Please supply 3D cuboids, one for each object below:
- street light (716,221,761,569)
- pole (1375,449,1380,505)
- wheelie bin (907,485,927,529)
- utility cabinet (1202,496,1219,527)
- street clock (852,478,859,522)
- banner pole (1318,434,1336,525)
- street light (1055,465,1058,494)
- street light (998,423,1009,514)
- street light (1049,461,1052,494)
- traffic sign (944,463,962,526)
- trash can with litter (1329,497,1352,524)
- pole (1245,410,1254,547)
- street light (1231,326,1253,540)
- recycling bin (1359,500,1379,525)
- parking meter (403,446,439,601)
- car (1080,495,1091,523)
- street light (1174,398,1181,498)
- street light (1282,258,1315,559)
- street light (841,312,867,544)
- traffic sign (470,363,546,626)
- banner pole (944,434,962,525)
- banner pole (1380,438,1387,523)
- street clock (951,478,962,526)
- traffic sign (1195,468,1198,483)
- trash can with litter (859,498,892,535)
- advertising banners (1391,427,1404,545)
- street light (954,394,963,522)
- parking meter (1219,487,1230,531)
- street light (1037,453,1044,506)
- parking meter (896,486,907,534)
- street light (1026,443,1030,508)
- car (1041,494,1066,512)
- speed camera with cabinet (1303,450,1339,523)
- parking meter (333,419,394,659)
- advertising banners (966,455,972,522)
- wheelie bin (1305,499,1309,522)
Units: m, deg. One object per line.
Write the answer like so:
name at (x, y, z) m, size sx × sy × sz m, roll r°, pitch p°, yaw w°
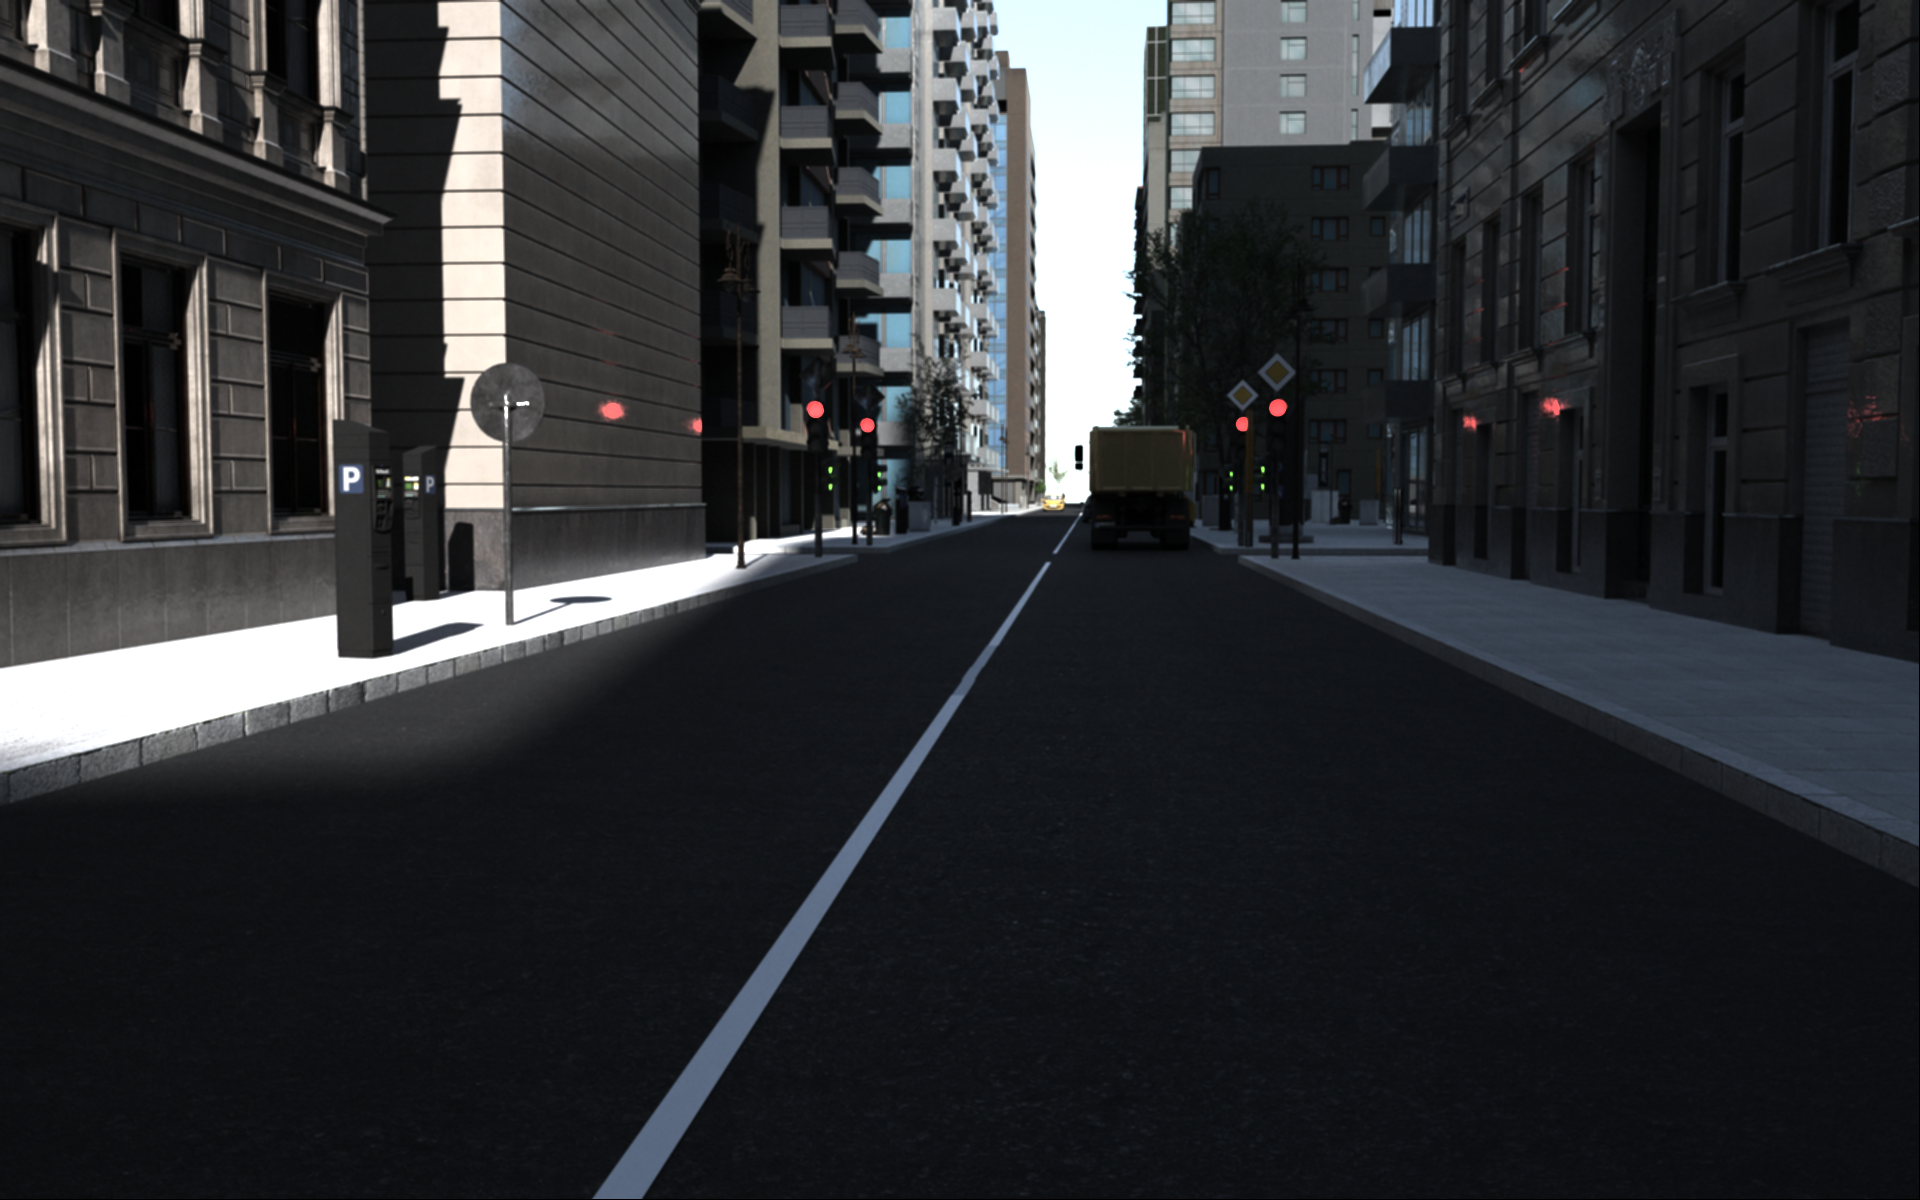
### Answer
street light at (-3.771, -3.479, 29.667) m, size 0.468 × 5.910 × 1.993 m, roll 0°, pitch 4°, yaw 4°
pole at (18.929, -5.179, 78.520) m, size 0.158 × 3.312 × 0.155 m, roll 0°, pitch 3°, yaw 0°
wheelie bin at (-1.642, -3.423, 63.877) m, size 0.693 × 1.594 × 0.980 m, roll 2°, pitch 4°, yaw 28°
utility cabinet at (10.121, -3.521, 68.732) m, size 1.020 × 1.237 × 0.306 m, roll -1°, pitch 4°, yaw -22°
street clock at (-4.820, -4.614, 80.004) m, size 0.358 × 2.002 × 0.471 m, roll 0°, pitch 4°, yaw 4°
banner pole at (15.301, -5.030, 72.264) m, size 0.863 × 3.779 × 0.401 m, roll -1°, pitch 4°, yaw -21°
street light at (15.234, -18.367, 273.088) m, size 0.468 × 5.910 × 1.993 m, roll 0°, pitch 4°, yaw 4°
street light at (2.768, -8.586, 113.170) m, size 0.468 × 5.910 × 1.993 m, roll 0°, pitch 4°, yaw 4°
street light at (12.438, -16.251, 238.485) m, size 0.468 × 5.910 × 1.993 m, roll 0°, pitch 4°, yaw 4°
traffic sign at (-0.294, -4.271, 69.929) m, size 0.768 × 2.556 × 0.104 m, roll 1°, pitch 4°, yaw 10°
trash can with litter at (16.137, -3.803, 73.571) m, size 0.624 × 1.170 × 1.055 m, roll -3°, pitch 4°, yaw -38°
pole at (7.003, -2.939, 41.902) m, size 0.158 × 3.312 × 0.155 m, roll 0°, pitch 3°, yaw 0°
street light at (7.772, -4.591, 47.852) m, size 0.468 × 5.910 × 1.993 m, roll 0°, pitch 4°, yaw 4°
recycling bin at (16.819, -3.585, 71.175) m, size 0.722 × 1.027 × 0.722 m, roll 1°, pitch 4°, yaw 19°
parking meter at (-6.493, -0.926, 20.858) m, size 0.255 × 1.863 × 0.399 m, roll 1°, pitch 4°, yaw 17°
car at (7.105, -4.639, 87.854) m, size 2.014 × 1.417 × 4.499 m, roll 0°, pitch 4°, yaw 3°
street light at (10.427, -6.705, 82.422) m, size 0.468 × 5.910 × 1.993 m, roll 0°, pitch 4°, yaw 4°
street light at (6.639, -3.750, 34.096) m, size 0.468 × 5.910 × 1.993 m, roll 0°, pitch 4°, yaw 4°
street light at (-2.688, -4.358, 44.042) m, size 0.468 × 5.910 × 1.993 m, roll 0°, pitch 4°, yaw 4°
traffic sign at (-4.400, -1.024, 16.845) m, size 0.768 × 2.556 × 0.104 m, roll 1°, pitch 4°, yaw 9°
banner pole at (-0.328, -5.047, 72.528) m, size 0.863 × 3.779 × 0.401 m, roll 2°, pitch 4°, yaw 29°
banner pole at (19.042, -5.360, 77.654) m, size 0.401 × 3.779 × 0.863 m, roll 0°, pitch 4°, yaw 5°
street clock at (-0.150, -4.035, 70.536) m, size 0.358 × 2.002 × 0.471 m, roll 2°, pitch 4°, yaw 32°
traffic sign at (8.935, -3.982, 67.231) m, size 0.606 × 2.300 × 0.079 m, roll 1°, pitch 4°, yaw 13°
trash can with litter at (-2.641, -2.598, 53.863) m, size 1.055 × 1.170 × 0.624 m, roll 2°, pitch 4°, yaw 25°
advertising banners at (11.192, -2.947, 44.364) m, size 0.090 × 3.025 × 2.074 m, roll 0°, pitch 4°, yaw 7°
street light at (0.024, -6.472, 78.608) m, size 0.468 × 5.910 × 1.993 m, roll 0°, pitch 4°, yaw 4°
parking meter at (9.297, -3.211, 60.906) m, size 0.372 × 1.533 × 0.369 m, roll 0°, pitch 3°, yaw 0°
street light at (8.678, -13.276, 189.853) m, size 0.468 × 5.910 × 1.993 m, roll 0°, pitch 4°, yaw 4°
parking meter at (-1.900, -2.918, 56.118) m, size 0.372 × 1.533 × 0.369 m, roll 0°, pitch 3°, yaw 0°
street light at (6.061, -11.138, 154.887) m, size 0.468 × 5.910 × 1.993 m, roll 0°, pitch 4°, yaw 4°
car at (7.758, -8.143, 143.359) m, size 2.015 × 1.641 × 3.980 m, roll 0°, pitch 4°, yaw 5°
speed camera with cabinet at (17.210, -5.459, 83.598) m, size 2.038 × 3.252 × 0.660 m, roll 0°, pitch 4°, yaw -5°
parking meter at (-4.677, -0.482, 13.599) m, size 0.399 × 1.863 × 0.255 m, roll 1°, pitch 4°, yaw 19°
advertising banners at (0.389, -5.058, 78.882) m, size 0.090 × 3.025 × 2.074 m, roll 0°, pitch 4°, yaw 7°
wheelie bin at (15.882, -4.462, 80.862) m, size 0.693 × 1.594 × 0.980 m, roll -2°, pitch 4°, yaw -31°
